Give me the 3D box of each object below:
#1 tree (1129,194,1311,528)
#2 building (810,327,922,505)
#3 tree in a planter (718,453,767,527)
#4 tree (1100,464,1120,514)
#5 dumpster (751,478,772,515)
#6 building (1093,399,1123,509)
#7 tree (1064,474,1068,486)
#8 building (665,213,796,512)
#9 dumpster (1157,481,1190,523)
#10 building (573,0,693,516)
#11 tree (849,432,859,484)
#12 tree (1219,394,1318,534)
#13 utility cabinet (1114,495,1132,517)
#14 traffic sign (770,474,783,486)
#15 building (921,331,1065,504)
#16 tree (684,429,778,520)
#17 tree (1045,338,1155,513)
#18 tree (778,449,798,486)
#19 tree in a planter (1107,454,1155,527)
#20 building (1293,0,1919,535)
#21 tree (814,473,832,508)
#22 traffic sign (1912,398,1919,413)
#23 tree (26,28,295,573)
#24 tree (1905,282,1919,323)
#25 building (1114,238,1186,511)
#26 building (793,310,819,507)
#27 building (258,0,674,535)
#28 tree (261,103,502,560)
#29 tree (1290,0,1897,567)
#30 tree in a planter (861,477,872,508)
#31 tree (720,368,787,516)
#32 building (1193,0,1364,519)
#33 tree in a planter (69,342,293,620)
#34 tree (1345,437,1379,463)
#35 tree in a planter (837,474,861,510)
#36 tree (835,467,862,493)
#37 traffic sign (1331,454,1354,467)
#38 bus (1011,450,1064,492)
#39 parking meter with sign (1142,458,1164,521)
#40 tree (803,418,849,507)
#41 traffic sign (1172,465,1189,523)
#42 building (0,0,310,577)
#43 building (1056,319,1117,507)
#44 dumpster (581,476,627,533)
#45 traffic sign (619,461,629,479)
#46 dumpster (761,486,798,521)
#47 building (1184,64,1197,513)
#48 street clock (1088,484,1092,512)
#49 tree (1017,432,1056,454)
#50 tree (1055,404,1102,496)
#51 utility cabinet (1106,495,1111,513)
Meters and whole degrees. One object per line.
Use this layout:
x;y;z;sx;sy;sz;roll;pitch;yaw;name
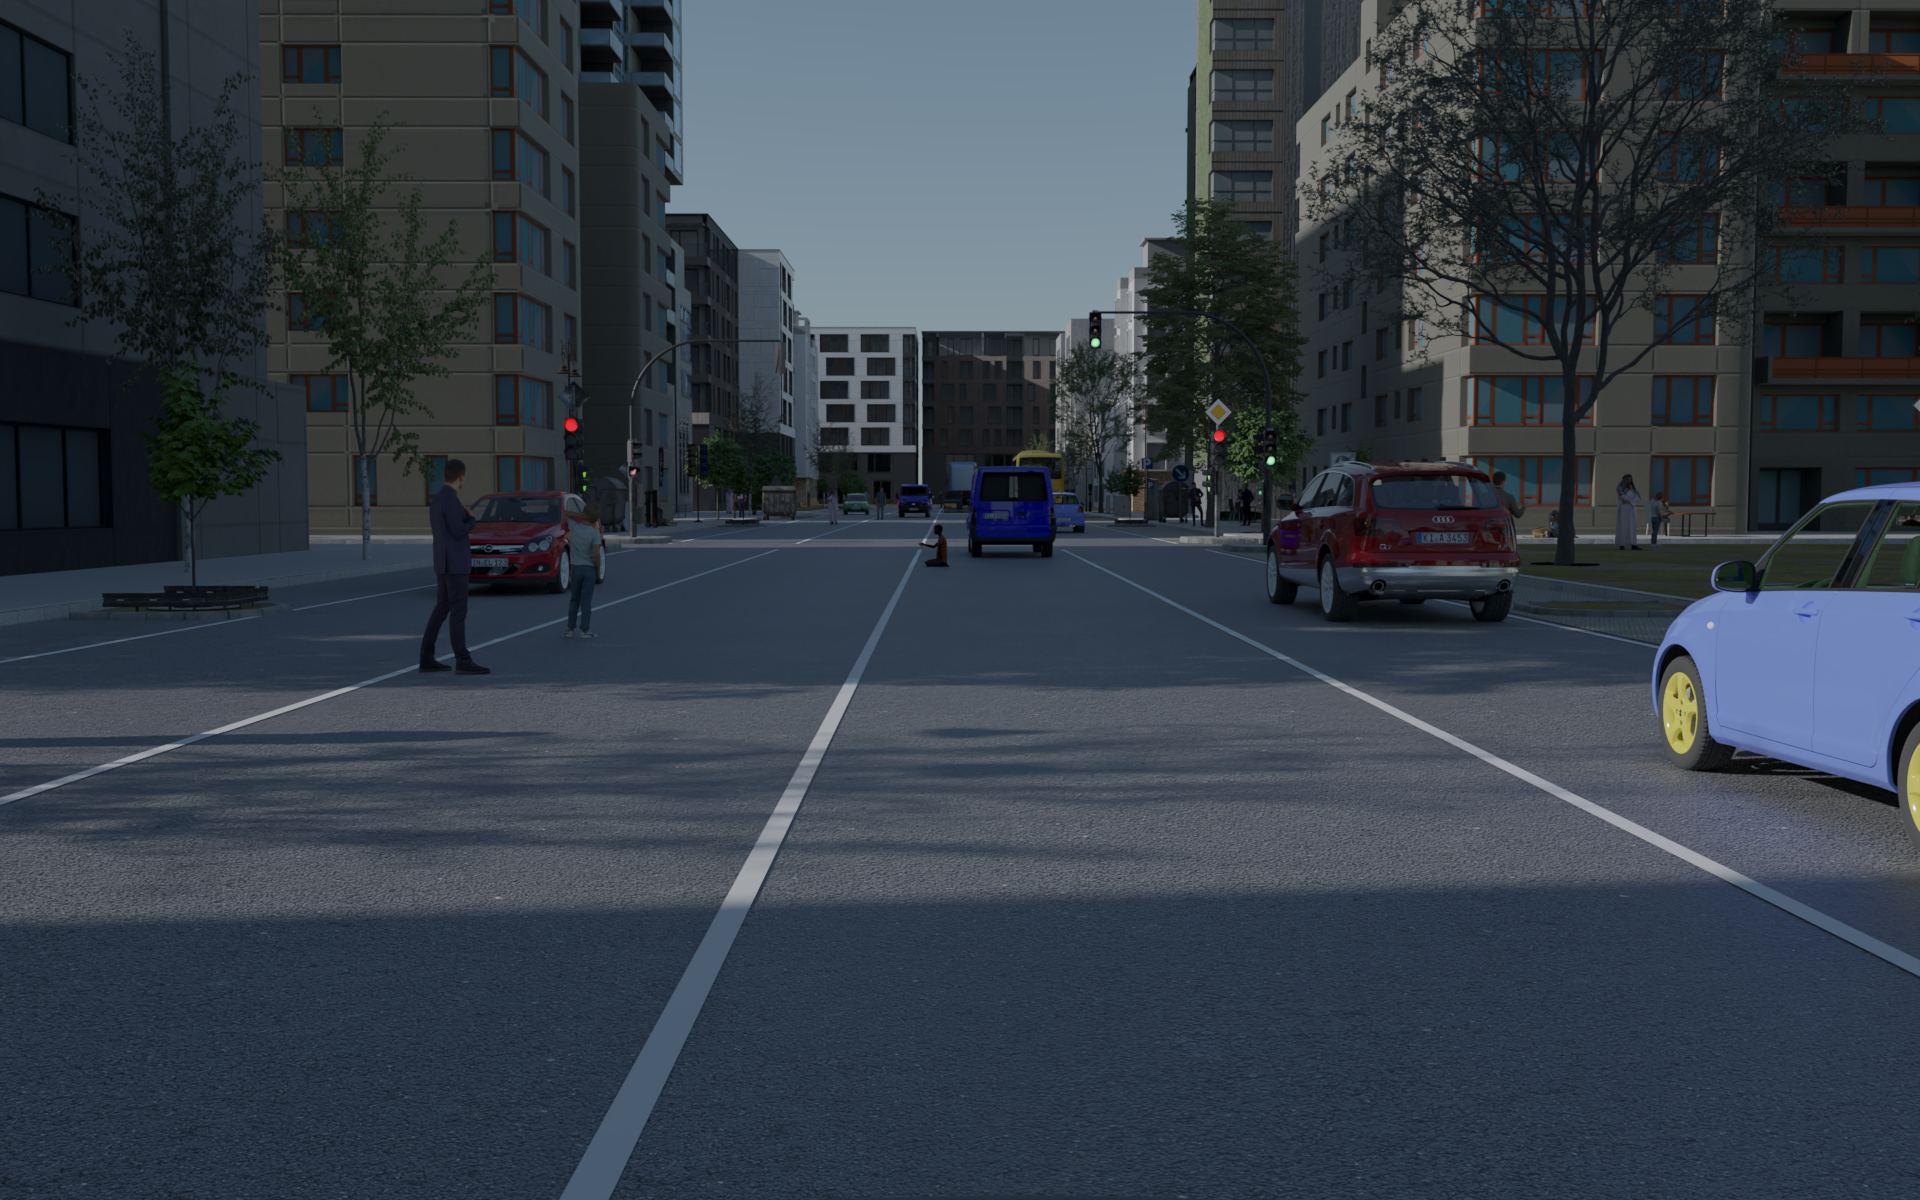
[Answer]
9.916;-9.063;66.310;7.486;12.596;7.792;0;3;0;tree
-21.816;-23.337;225.531;32.646;21.610;27.936;0;4;0;building
-9.482;-4.800;75.696;1.991;3.239;1.994;0;4;0;tree in a planter
9.675;-7.086;110.458;1.663;3.219;1.824;0;3;0;tree
-12.110;-6.334;106.053;1.502;2.255;1.985;0;4;-1;dumpster
17.388;-12.934;153.612;9.099;9.664;28.070;0;4;0;building
8.781;-12.586;189.502;4.285;4.588;4.351;0;3;0;tree
-28.957;-18.259;142.503;27.936;21.610;32.646;0;4;0;building
9.500;-4.351;76.899;1.264;1.857;1.865;0;4;-1;dumpster
-28.135;-48.492;105.513;22.319;86.520;31.000;0;4;0;building
-12.979;-14.779;191.994;4.360;8.622;3.978;0;3;0;tree
9.971;-4.463;56.683;4.285;4.588;4.351;0;3;0;tree
9.195;-5.312;98.007;1.020;1.237;0.306;2;4;34;utility cabinet
-11.978;-6.911;113.001;0.884;2.594;0.081;0;4;2;traffic sign
11.420;-23.460;227.543;32.646;21.610;27.936;0;4;0;building
-11.980;-6.272;86.255;4.285;4.588;4.351;0;3;0;tree
9.341;-11.668;116.521;9.928;11.665;9.643;0;3;0;tree
-12.715;-8.098;116.111;4.285;4.588;4.351;0;3;0;tree
7.460;-4.807;75.813;1.991;3.239;1.994;0;4;0;tree in a planter
30.212;-13.601;67.417;28.899;21.520;27.650;0;4;0;building
-12.775;-10.109;159.880;1.663;3.219;1.824;0;3;0;tree
10.279;-1.115;17.968;0.795;2.593;0.064;0;4;2;traffic sign
-12.557;-4.740;27.859;4.360;8.622;3.978;0;3;0;tree
20.147;-4.996;32.039;4.360;8.622;3.978;0;3;0;tree
20.122;-16.954;133.621;16.016;20.091;11.380;0;4;0;building
-23.127;-19.550;176.064;16.016;20.091;11.380;0;4;0;building
-27.395;-13.605;67.482;27.650;21.520;28.899;0;4;0;building
-11.324;-5.078;33.392;4.737;8.622;4.395;0;3;0;tree
11.013;-7.365;30.781;12.009;13.543;11.850;0;3;0;tree
-10.153;-11.187;180.136;1.991;3.239;1.994;0;4;0;tree in a planter
-12.307;-9.260;101.768;4.360;8.622;3.978;0;3;0;tree
19.682;-25.116;94.241;14.154;41.232;14.086;0;4;0;building
-9.136;-1.427;20.561;1.991;3.239;1.994;0;4;0;tree in a planter
13.448;-3.923;58.751;1.663;3.219;1.824;0;3;0;tree
-9.981;-9.519;152.850;1.991;3.239;1.994;0;4;0;tree in a planter
-12.750;-13.339;201.800;4.285;4.588;4.351;0;3;0;tree
9.470;-2.496;42.941;0.606;2.300;0.079;1;4;9;traffic sign
4.241;-6.448;96.972;2.896;3.916;12.252;0;4;0;bus
9.373;-5.356;83.836;0.543;3.016;1.738;2;4;29;parking meter with sign
-13.013;-13.162;165.554;4.360;8.622;3.978;0;3;0;tree
9.638;-4.625;75.720;0.768;2.556;0.104;0;4;4;traffic sign
-25.107;-36.019;27.169;20.611;71.187;20.563;0;4;0;building
19.473;-19.364;183.066;16.747;18.905;31.486;0;4;0;building
-11.900;-3.184;57.821;1.264;1.857;1.865;0;4;0;dumpster
-12.023;-3.866;62.941;0.795;2.593;0.064;0;4;7;traffic sign
-9.733;-5.213;93.444;1.865;1.857;1.264;0;4;1;dumpster
22.287;-21.255;119.225;14.160;30.474;14.107;0;4;0;building
9.343;-7.321;124.273;0.358;2.002;0.471;0;4;-5;street clock
9.121;-15.468;203.259;4.737;8.622;4.395;0;3;0;tree
9.589;-11.746;142.403;4.360;8.622;3.978;0;3;0;tree
9.783;-6.311;114.348;0.306;1.237;1.020;0;4;6;utility cabinet
